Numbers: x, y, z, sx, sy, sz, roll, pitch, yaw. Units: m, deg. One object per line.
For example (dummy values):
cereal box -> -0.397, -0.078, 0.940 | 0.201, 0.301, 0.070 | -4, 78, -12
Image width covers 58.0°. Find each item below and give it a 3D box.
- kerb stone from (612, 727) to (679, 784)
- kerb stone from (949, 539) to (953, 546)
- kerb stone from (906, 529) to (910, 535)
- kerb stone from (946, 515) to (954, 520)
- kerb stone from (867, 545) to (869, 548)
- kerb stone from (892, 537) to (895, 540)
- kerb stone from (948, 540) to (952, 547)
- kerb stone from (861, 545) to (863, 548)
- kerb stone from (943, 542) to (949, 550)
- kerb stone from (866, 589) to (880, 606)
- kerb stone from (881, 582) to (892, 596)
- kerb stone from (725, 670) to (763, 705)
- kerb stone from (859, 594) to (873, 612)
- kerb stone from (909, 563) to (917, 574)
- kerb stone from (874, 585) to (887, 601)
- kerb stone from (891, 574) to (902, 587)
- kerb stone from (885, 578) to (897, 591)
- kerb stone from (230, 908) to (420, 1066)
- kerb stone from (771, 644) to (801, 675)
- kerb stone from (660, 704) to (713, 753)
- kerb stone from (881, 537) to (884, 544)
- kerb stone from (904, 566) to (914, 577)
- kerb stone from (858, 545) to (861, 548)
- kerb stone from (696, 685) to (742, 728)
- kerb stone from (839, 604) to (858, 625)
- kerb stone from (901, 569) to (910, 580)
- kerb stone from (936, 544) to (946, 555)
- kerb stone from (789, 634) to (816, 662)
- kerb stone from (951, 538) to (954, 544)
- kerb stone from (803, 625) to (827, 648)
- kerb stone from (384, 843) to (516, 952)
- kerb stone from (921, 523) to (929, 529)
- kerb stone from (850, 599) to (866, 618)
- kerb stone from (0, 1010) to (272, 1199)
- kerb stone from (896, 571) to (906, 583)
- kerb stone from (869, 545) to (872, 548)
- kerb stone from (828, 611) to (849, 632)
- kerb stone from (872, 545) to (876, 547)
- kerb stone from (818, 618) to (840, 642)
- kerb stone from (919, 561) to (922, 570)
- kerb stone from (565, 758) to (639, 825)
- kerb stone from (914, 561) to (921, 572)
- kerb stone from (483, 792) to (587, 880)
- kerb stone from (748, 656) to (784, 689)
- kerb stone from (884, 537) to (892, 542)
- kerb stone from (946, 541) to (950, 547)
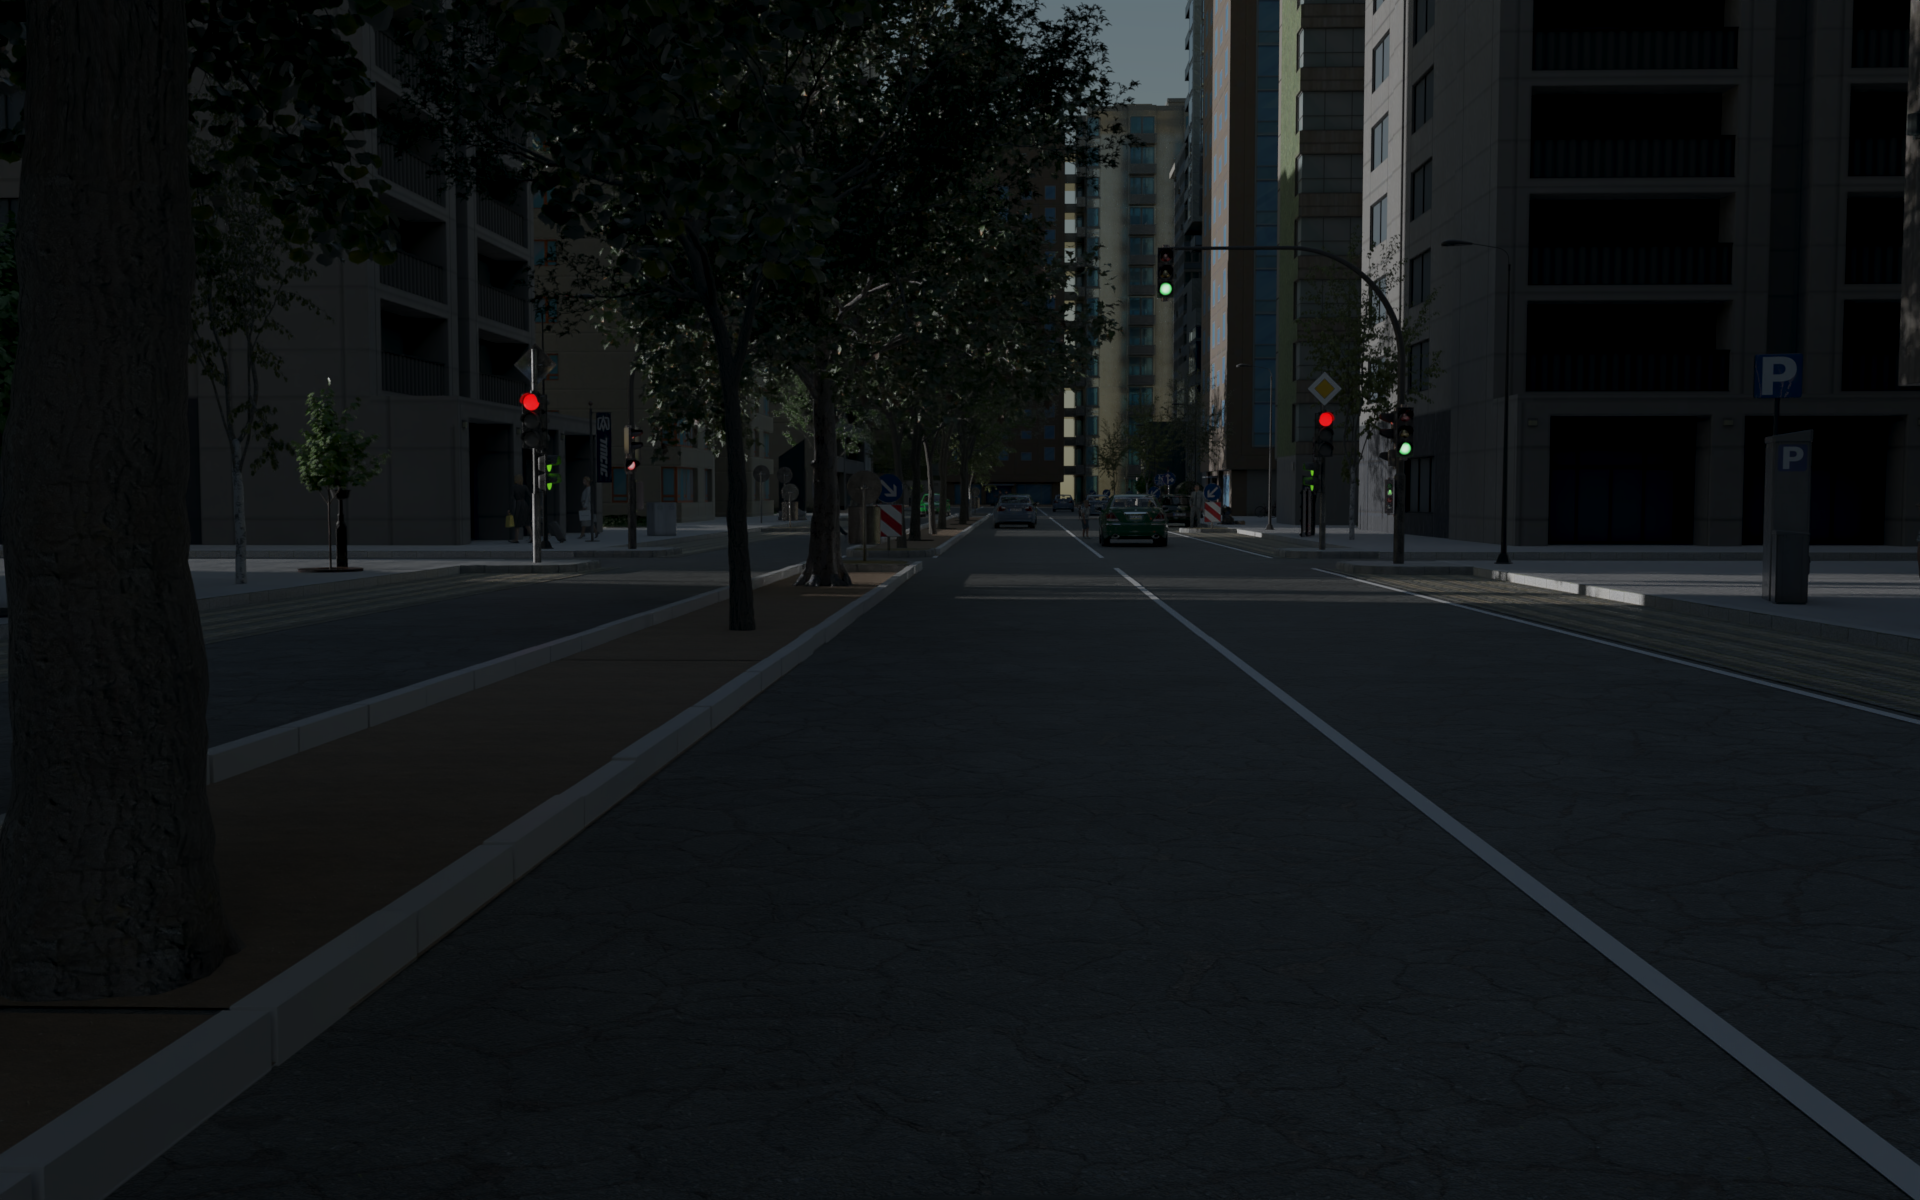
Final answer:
kerb stone -> -1.620, 0.811, 8.936 | 0.120, 0.150, 1.000 | 0, 4, 2
kerb stone -> -0.333, -1.475, 46.386 | 0.120, 0.150, 1.000 | 0, 4, 2
kerb stone -> -1.834, -2.549, 63.867 | 0.120, 0.150, 1.000 | 0, 4, 2
kerb stone -> -0.567, -4.799, 100.772 | 0.120, 0.150, 1.000 | 0, 4, 2
kerb stone -> -2.495, -1.357, 44.388 | 0.120, 0.150, 1.000 | 0, 4, 2
kerb stone -> -2.186, -1.921, 53.609 | 0.120, 0.150, 1.000 | 0, 4, 2
kerb stone -> -0.365, -1.417, 45.356 | 0.120, 0.150, 1.000 | 0, 4, 2
kerb stone -> -2.542, -1.295, 43.367 | 0.120, 0.150, 1.000 | 0, 4, 2
kerb stone -> -0.430, -1.291, 43.308 | 0.120, 0.150, 1.000 | 0, 4, 2
kerb stone -> -1.157, -0.003, 22.240 | 0.120, 0.150, 1.000 | 0, 4, 2
kerb stone -> -1.084, -0.123, 24.295 | 0.120, 0.150, 1.000 | 0, 4, 2
kerb stone -> -1.515, 0.626, 12.009 | 0.120, 0.150, 1.000 | 0, 4, 2
kerb stone -> -1.193, 0.063, 21.219 | 0.120, 0.150, 1.000 | 0, 4, 2
kerb stone -> -0.891, -0.504, 30.437 | 0.120, 0.150, 1.000 | 0, 4, 2
kerb stone -> -1.120, -0.066, 23.273 | 0.120, 0.150, 1.000 | 0, 4, 2
kerb stone -> -1.018, -0.254, 26.345 | 0.120, 0.150, 1.000 | 0, 4, 2
kerb stone -> -1.051, -0.187, 25.316 | 0.120, 0.150, 1.000 | 0, 4, 2
kerb stone -> -1.750, 1.062, 4.834 | 0.120, 0.150, 1.000 | 0, 4, 2
kerb stone -> -1.435, 0.498, 14.059 | 0.120, 0.150, 1.000 | 0, 4, 2
kerb stone -> -1.585, 0.751, 9.960 | 0.120, 0.150, 1.000 | 0, 4, 2
kerb stone -> -2.331, -1.664, 49.510 | 0.120, 0.150, 1.000 | 0, 4, 2
kerb stone -> -0.915, -0.439, 29.416 | 0.120, 0.150, 1.000 | 0, 4, 2
kerb stone -> -2.578, -1.232, 42.338 | 0.120, 0.150, 1.000 | 0, 4, 2
kerb stone -> -1.541, 0.686, 10.986 | 0.120, 0.150, 1.000 | 0, 4, 2
kerb stone -> -1.267, 0.185, 19.176 | 0.120, 0.150, 1.000 | 0, 4, 2
kerb stone -> -0.954, -0.377, 28.395 | 0.120, 0.150, 1.000 | 0, 4, 2
kerb stone -> -0.476, -1.228, 42.286 | 0.120, 0.150, 1.000 | 0, 4, 2
kerb stone -> -1.397, 0.435, 15.080 | 0.120, 0.150, 1.000 | 0, 4, 2
kerb stone -> -0.299, -1.542, 47.408 | 0.120, 0.150, 1.000 | 0, 4, 2
kerb stone -> -1.378, 0.373, 16.102 | 0.120, 0.150, 1.000 | 0, 4, 2
kerb stone -> -1.720, 1.006, 5.866 | 0.120, 0.150, 1.000 | 0, 4, 2
kerb stone -> -1.479, -3.176, 74.126 | 0.120, 0.150, 1.000 | 0, 4, 2
kerb stone -> -1.235, 0.122, 20.198 | 0.120, 0.150, 1.000 | 0, 4, 2
kerb stone -> -1.790, 1.125, 3.807 | 0.120, 0.150, 1.000 | 0, 4, 2
kerb stone -> -0.986, -0.316, 27.366 | 0.120, 0.150, 1.000 | 0, 4, 2
kerb stone -> -2.472, -1.408, 45.411 | 0.120, 0.150, 1.000 | 0, 4, 2
kerb stone -> -1.302, 0.247, 18.154 | 0.120, 0.150, 1.000 | 0, 4, 2
kerb stone -> -2.390, -1.543, 47.466 | 0.120, 0.150, 1.000 | 0, 4, 2
kerb stone -> -1.328, 0.310, 17.130 | 0.120, 0.150, 1.000 | 0, 4, 2
kerb stone -> -0.798, -0.630, 32.497 | 0.120, 0.150, 1.000 | 0, 4, 2
kerb stone -> -1.648, 0.885, 7.913 | 0.120, 0.150, 1.000 | 0, 4, 2
kerb stone -> -0.843, -0.563, 31.467 | 0.120, 0.150, 1.000 | 0, 4, 2
kerb stone -> -1.681, 0.936, 6.886 | 0.120, 0.150, 1.000 | 0, 4, 2
kerb stone -> -1.476, 0.560, 13.036 | 0.120, 0.150, 1.000 | 0, 4, 2
kerb stone -> -2.229, -1.858, 52.582 | 0.120, 0.150, 1.000 | 0, 4, 2
kerb stone -> -0.399, -1.353, 44.330 | 0.120, 0.150, 1.000 | 0, 4, 2
